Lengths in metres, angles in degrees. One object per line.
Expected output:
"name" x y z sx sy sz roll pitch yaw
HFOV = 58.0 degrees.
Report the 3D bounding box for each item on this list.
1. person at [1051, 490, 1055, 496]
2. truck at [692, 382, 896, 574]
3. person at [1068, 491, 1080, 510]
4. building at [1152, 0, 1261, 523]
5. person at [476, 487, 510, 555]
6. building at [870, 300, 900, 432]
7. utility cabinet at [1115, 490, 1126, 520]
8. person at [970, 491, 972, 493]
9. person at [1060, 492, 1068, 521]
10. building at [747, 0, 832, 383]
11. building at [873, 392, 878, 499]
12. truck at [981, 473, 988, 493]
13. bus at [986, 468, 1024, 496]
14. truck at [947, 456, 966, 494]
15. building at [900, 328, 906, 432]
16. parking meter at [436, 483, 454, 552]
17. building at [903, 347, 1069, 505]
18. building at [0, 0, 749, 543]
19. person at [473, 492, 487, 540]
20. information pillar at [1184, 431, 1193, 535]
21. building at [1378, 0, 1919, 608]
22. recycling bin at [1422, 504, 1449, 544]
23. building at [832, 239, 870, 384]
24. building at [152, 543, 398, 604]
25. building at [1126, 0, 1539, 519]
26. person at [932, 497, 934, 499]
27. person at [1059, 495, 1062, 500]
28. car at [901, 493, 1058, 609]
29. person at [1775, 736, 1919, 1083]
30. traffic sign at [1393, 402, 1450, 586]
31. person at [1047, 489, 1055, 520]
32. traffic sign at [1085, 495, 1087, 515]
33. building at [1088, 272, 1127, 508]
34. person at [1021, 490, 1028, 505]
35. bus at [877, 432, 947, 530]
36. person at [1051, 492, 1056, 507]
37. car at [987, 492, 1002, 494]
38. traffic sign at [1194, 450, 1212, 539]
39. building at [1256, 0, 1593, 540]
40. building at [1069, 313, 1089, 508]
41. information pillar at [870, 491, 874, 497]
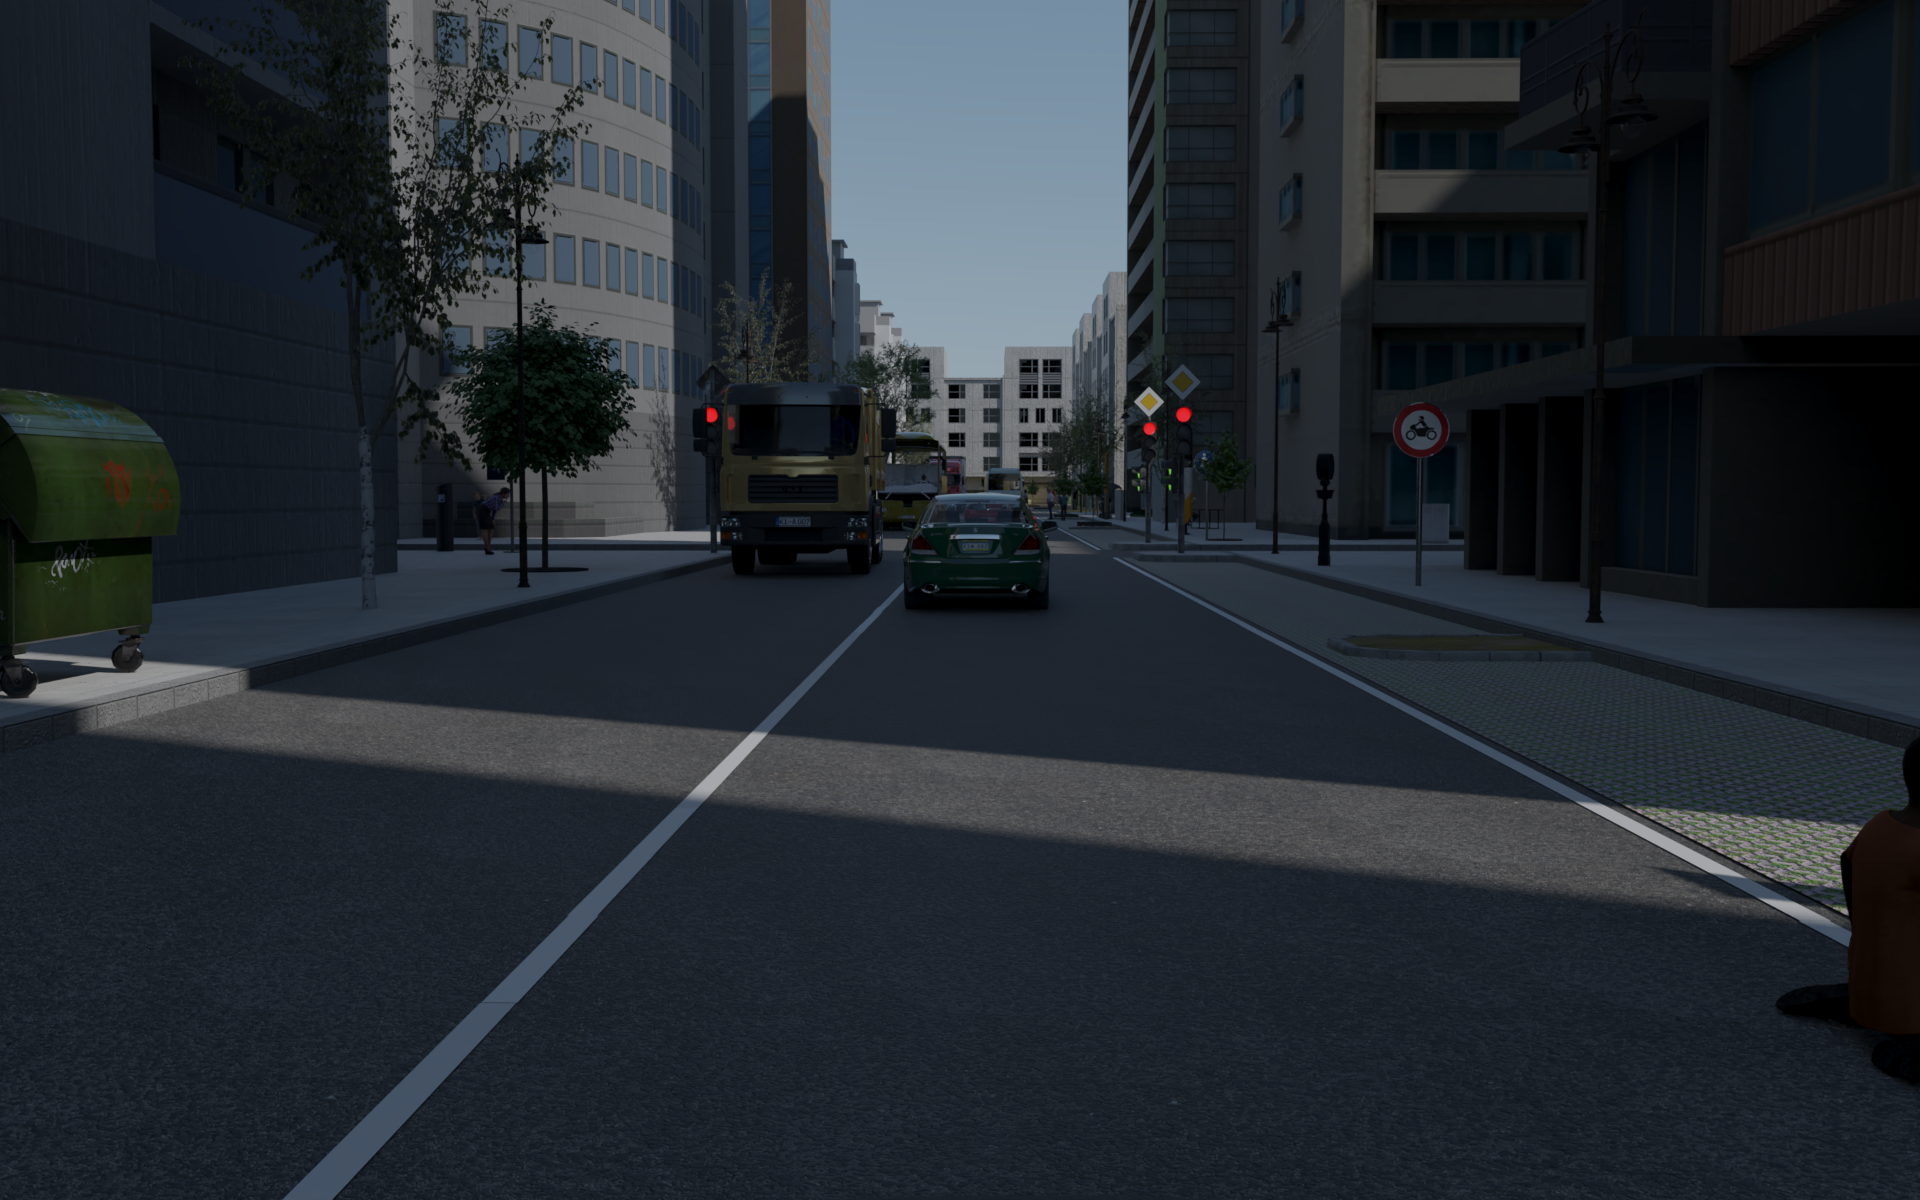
"person" 10.041 -11.295 191.242 0.617 1.759 0.750 2 4 28
"truck" -2.857 -2.277 33.147 3.469 3.379 9.791 0 4 -1
"person" 9.345 -8.285 141.514 1.348 1.822 0.705 3 5 42
"building" 16.276 -24.450 83.350 14.154 41.232 14.086 0 4 1
"person" -9.849 -1.669 36.571 0.697 1.427 0.421 0 4 -8
"building" -14.309 -18.986 166.833 16.016 20.091 11.380 0 4 1
"utility cabinet" 8.009 -4.744 86.238 0.318 1.500 1.173 -1 4 -9
"person" 1.275 -11.448 196.396 1.217 1.743 0.721 2 4 35
"person" 5.521 -4.988 92.262 0.499 1.552 0.429 1 4 23
"building" -14.967 -27.503 99.785 14.600 45.320 14.200 0 4 1
"building" -11.426 -12.521 146.859 9.099 9.664 28.070 0 4 1
"truck" 3.646 -10.052 160.279 3.469 3.379 9.791 0 4 2
"bus" 3.357 -8.224 129.329 2.948 3.499 13.247 0 4 2
"truck" -0.955 -8.576 129.134 2.839 4.237 11.283 0 4 2
"building" -13.548 -19.680 178.179 16.016 20.091 11.380 0 4 1
"parking meter" -11.514 -1.853 38.703 0.372 1.533 0.369 0 3 0
"building" 5.559 -21.383 216.072 31.486 18.905 16.747 0 4 1
"building" -19.996 -31.742 60.979 21.231 58.520 28.212 0 4 1
"person" -13.340 -2.340 48.210 0.435 1.345 0.340 -1 4 -11
"information pillar" 7.110 -3.852 54.332 0.183 3.616 0.504 -2 4 -27
"building" 17.981 -22.072 15.497 22.147 44.769 28.867 0 4 1
"recycling bin" 12.330 -1.991 45.113 0.722 1.027 0.722 1 4 9
"building" -15.228 -16.539 126.837 16.016 20.091 11.380 0 4 1
"building" -23.322 -29.386 22.458 28.212 58.520 21.231 0 4 1
"building" 22.000 -29.671 108.821 21.300 48.544 21.600 0 4 1
"person" -0.893 -3.047 62.232 0.340 1.345 0.435 -1 4 -19
"person" 11.055 -10.918 187.733 0.799 1.438 0.628 2 4 29
"car" 0.249 -0.684 22.979 2.131 1.459 4.920 0 4 2
"person" 2.547 0.755 4.435 0.655 0.850 0.859 0 4 6
"traffic sign" 6.409 -1.470 24.141 0.768 2.556 0.104 0 4 7
"person" 4.936 -5.270 95.606 0.436 1.711 0.756 3 5 42
"traffic sign" 7.865 -6.610 108.082 0.884 2.594 0.081 0 4 5
"building" 20.374 -17.112 146.235 16.747 18.905 31.486 0 4 1
"person" 4.361 -6.556 116.407 0.376 1.734 0.841 -2 4 -29
"bus" -1.924 -4.935 72.241 2.896 3.916 12.252 0 4 1
"person" 9.371 -10.361 175.391 0.705 1.831 1.348 -2 4 -35
"car" 1.093 -3.584 67.637 2.155 1.783 4.494 0 4 2
"traffic sign" 7.090 -3.031 49.657 0.768 2.556 0.104 0 4 6
"building" 21.186 -26.505 57.054 21.600 48.544 21.300 0 4 1
"building" 20.584 -19.034 177.664 16.747 18.905 31.486 0 4 1
"information pillar" -4.862 -5.624 96.447 0.304 2.012 0.304 -1 4 -11
